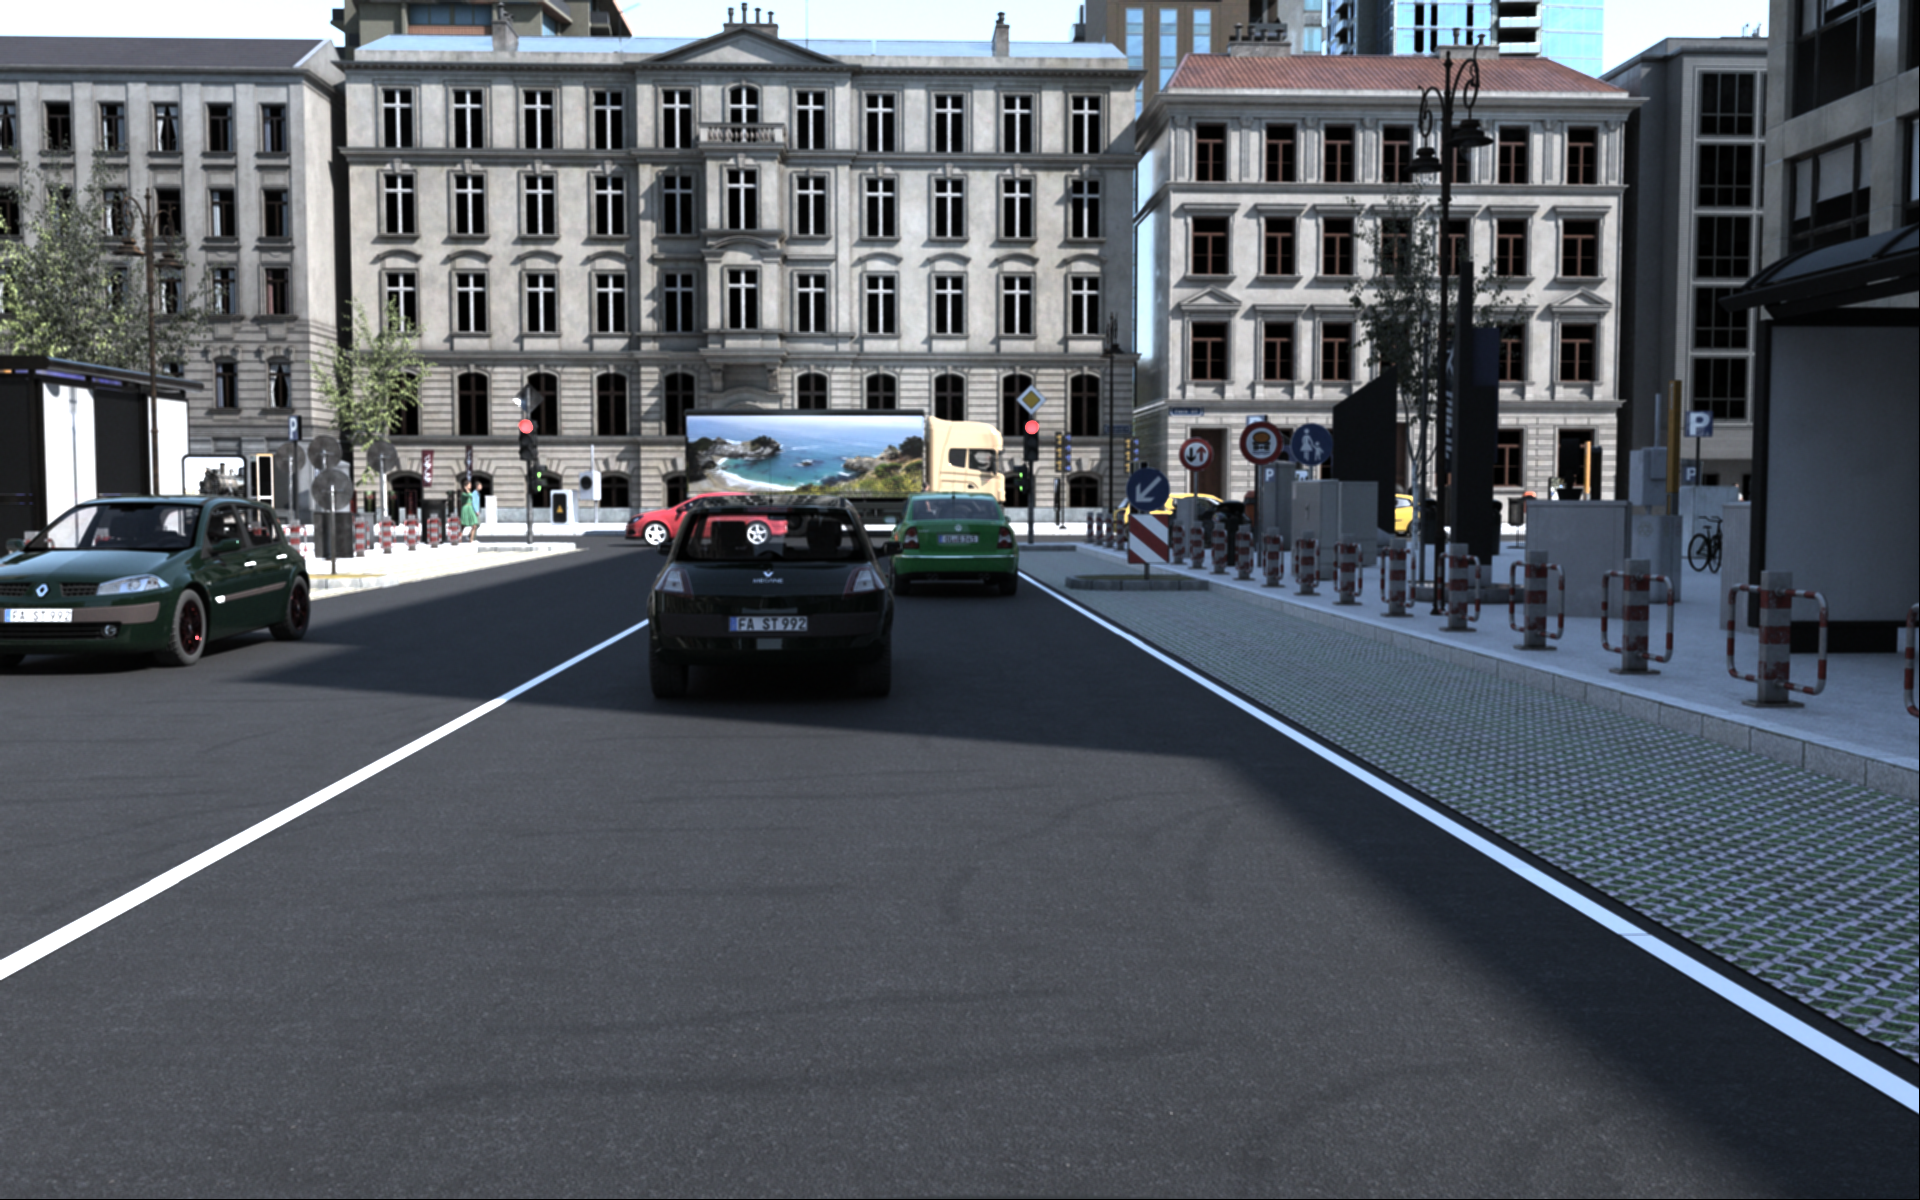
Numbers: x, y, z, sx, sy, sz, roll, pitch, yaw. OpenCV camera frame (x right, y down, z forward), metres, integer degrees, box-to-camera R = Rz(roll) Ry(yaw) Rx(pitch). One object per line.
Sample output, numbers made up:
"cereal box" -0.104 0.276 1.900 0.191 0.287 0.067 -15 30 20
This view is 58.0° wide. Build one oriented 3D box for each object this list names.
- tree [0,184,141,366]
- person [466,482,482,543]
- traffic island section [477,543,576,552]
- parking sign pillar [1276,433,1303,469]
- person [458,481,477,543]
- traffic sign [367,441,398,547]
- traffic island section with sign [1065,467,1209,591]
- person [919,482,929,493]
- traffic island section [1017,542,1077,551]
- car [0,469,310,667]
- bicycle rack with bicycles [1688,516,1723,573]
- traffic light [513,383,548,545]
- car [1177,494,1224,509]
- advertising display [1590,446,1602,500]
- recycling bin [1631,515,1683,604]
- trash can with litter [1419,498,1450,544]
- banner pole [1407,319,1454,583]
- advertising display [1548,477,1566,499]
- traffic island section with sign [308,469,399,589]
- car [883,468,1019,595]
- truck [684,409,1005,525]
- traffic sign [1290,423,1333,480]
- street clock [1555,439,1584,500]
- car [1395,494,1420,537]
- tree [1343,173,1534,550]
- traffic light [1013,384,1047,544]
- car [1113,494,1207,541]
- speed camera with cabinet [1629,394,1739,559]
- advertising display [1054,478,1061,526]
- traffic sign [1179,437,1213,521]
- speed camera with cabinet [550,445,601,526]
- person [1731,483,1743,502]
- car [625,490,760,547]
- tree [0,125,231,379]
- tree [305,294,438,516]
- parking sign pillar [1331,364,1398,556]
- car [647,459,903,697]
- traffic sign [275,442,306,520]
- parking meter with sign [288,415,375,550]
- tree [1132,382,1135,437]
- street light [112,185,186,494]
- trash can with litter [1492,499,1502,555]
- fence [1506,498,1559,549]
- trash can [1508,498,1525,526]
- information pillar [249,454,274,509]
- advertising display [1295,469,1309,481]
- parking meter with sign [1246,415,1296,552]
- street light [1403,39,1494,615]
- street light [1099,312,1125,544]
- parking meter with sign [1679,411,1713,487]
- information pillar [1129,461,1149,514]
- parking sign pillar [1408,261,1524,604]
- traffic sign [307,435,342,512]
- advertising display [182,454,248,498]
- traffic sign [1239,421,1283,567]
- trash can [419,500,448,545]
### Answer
"tree" -22.124 -5.597 41.871 4.737 8.622 4.395 0 3 0
"person" -13.839 -2.478 49.353 0.444 1.785 0.601 0 4 -1
"traffic island section" -10.937 -1.328 43.992 2.009 0.180 2.903 0 4 -3
"parking sign pillar" 12.830 -4.881 68.272 1.447 3.967 1.447 2 4 25
"person" -13.417 -2.347 47.114 0.529 1.795 0.600 0 4 3
"traffic sign" -13.782 -2.520 41.304 0.768 2.556 0.104 0 4 5
"traffic island section with sign" 2.646 -1.089 26.426 1.989 1.847 2.006 0 4 -3
"person" -1.078 -2.856 55.324 0.434 1.807 0.598 -1 4 -17
"traffic island section" 1.842 -1.362 44.549 2.009 0.180 2.903 0 4 -3
"car" -7.288 -0.356 15.611 2.009 1.686 4.222 0 4 -2
"bicycle rack with bicycles" 11.836 -0.869 27.584 2.852 0.926 2.925 1 4 13
"traffic light" -10.896 -3.360 43.859 0.839 4.253 0.868 0 4 -3
"car" 8.184 -2.903 57.688 3.980 1.641 2.015 0 4 -4
"advertising display" 8.716 -1.134 23.760 0.123 1.923 0.974 1 4 21
"recycling bin" 8.131 -0.497 20.673 0.722 1.027 0.722 3 5 43
"trash can with litter" 12.166 -2.029 44.559 0.624 1.170 1.055 3 5 40
"banner pole" 6.896 -2.131 24.856 0.863 3.779 0.401 1 4 14
"advertising display" 23.244 -3.797 67.291 0.974 1.923 0.123 -2 4 -27
"traffic island section with sign" -9.854 -1.116 26.869 1.989 1.847 2.006 0 4 -3
"car" -0.162 -1.053 26.015 1.959 1.807 4.718 0 4 -4
"truck" -3.466 -4.245 58.323 11.283 4.237 2.839 0 4 -1
"traffic sign" 6.330 -1.906 31.264 0.768 2.556 0.104 0 4 2
"street clock" 7.967 -1.107 22.664 0.358 2.002 0.471 1 4 22
"car" 13.745 -2.936 58.230 3.980 1.641 2.015 0 4 -4
"tree" 10.521 -5.446 39.409 4.360 8.622 3.978 0 3 0
"traffic light" 1.802 -3.395 44.433 0.839 4.253 0.868 0 4 -3
"car" 6.558 -2.612 52.923 3.980 1.641 2.015 0 4 -3
"speed camera with cabinet" 14.422 -2.457 34.500 2.038 3.252 0.660 0 4 -7
"advertising display" 3.940 -3.966 70.064 0.123 1.923 0.974 0 4 -5
"traffic sign" 5.299 -2.375 38.932 0.768 2.556 0.104 0 4 3
"speed camera with cabinet" -15.453 -4.601 69.568 2.038 3.252 0.660 1 4 20
"person" 23.775 -2.721 53.352 0.716 1.782 0.532 0 4 3
"car" -7.031 -2.384 48.019 4.494 1.783 2.155 0 4 -3
"tree" -17.451 -5.195 35.297 4.360 8.622 3.978 0 3 0
"tree" -21.254 -6.889 62.992 4.737 8.622 4.395 0 3 0
"parking sign pillar" 8.428 -2.919 36.198 1.447 3.967 1.447 0 4 7
"car" -1.431 -0.237 13.661 2.009 1.686 4.222 0 4 -4
"traffic sign" -16.531 -2.610 42.779 0.768 2.556 0.104 0 4 1
"parking meter with sign" -14.168 -2.622 39.135 1.738 3.016 0.543 -3 5 -42
"tree" 10.223 -9.515 105.938 4.737 8.622 4.395 0 3 0
"street light" -12.254 -3.273 26.307 0.468 5.910 1.993 0 4 -3
"trash can with litter" 11.111 -1.545 36.652 0.624 1.170 1.055 1 4 9
"fence" 14.029 -1.858 41.584 2.264 1.192 0.480 -3 4 -37
"trash can" 22.352 -3.543 69.582 0.748 1.137 0.748 0 3 0
"information pillar" -12.943 -1.691 32.134 0.304 2.012 0.304 3 5 43
"advertising display" 8.562 -2.390 44.297 0.123 1.923 0.974 -3 5 -41
"parking meter with sign" 7.187 -2.604 38.837 1.738 3.016 0.543 -3 5 -40
"street light" 5.092 -2.780 18.238 0.468 5.910 1.993 0 4 -3
"street light" 3.857 -4.365 44.159 0.468 5.910 1.993 0 4 -3
"parking meter with sign" 15.638 -2.498 37.108 0.543 3.016 1.738 1 4 13
"information pillar" 3.944 -2.063 38.225 0.304 2.012 0.304 -3 5 -44
"parking sign pillar" 6.147 -1.976 20.776 1.447 3.967 1.447 1 4 13
"traffic sign" -13.740 -2.285 37.461 0.768 2.556 0.104 0 4 4
"advertising display" -12.162 -1.413 28.312 0.974 1.923 0.123 -1 4 -17
"traffic sign" 5.261 -1.848 30.326 0.768 2.556 0.104 0 4 1
"trash can" -13.406 -1.986 44.119 0.748 1.137 0.748 0 3 0
